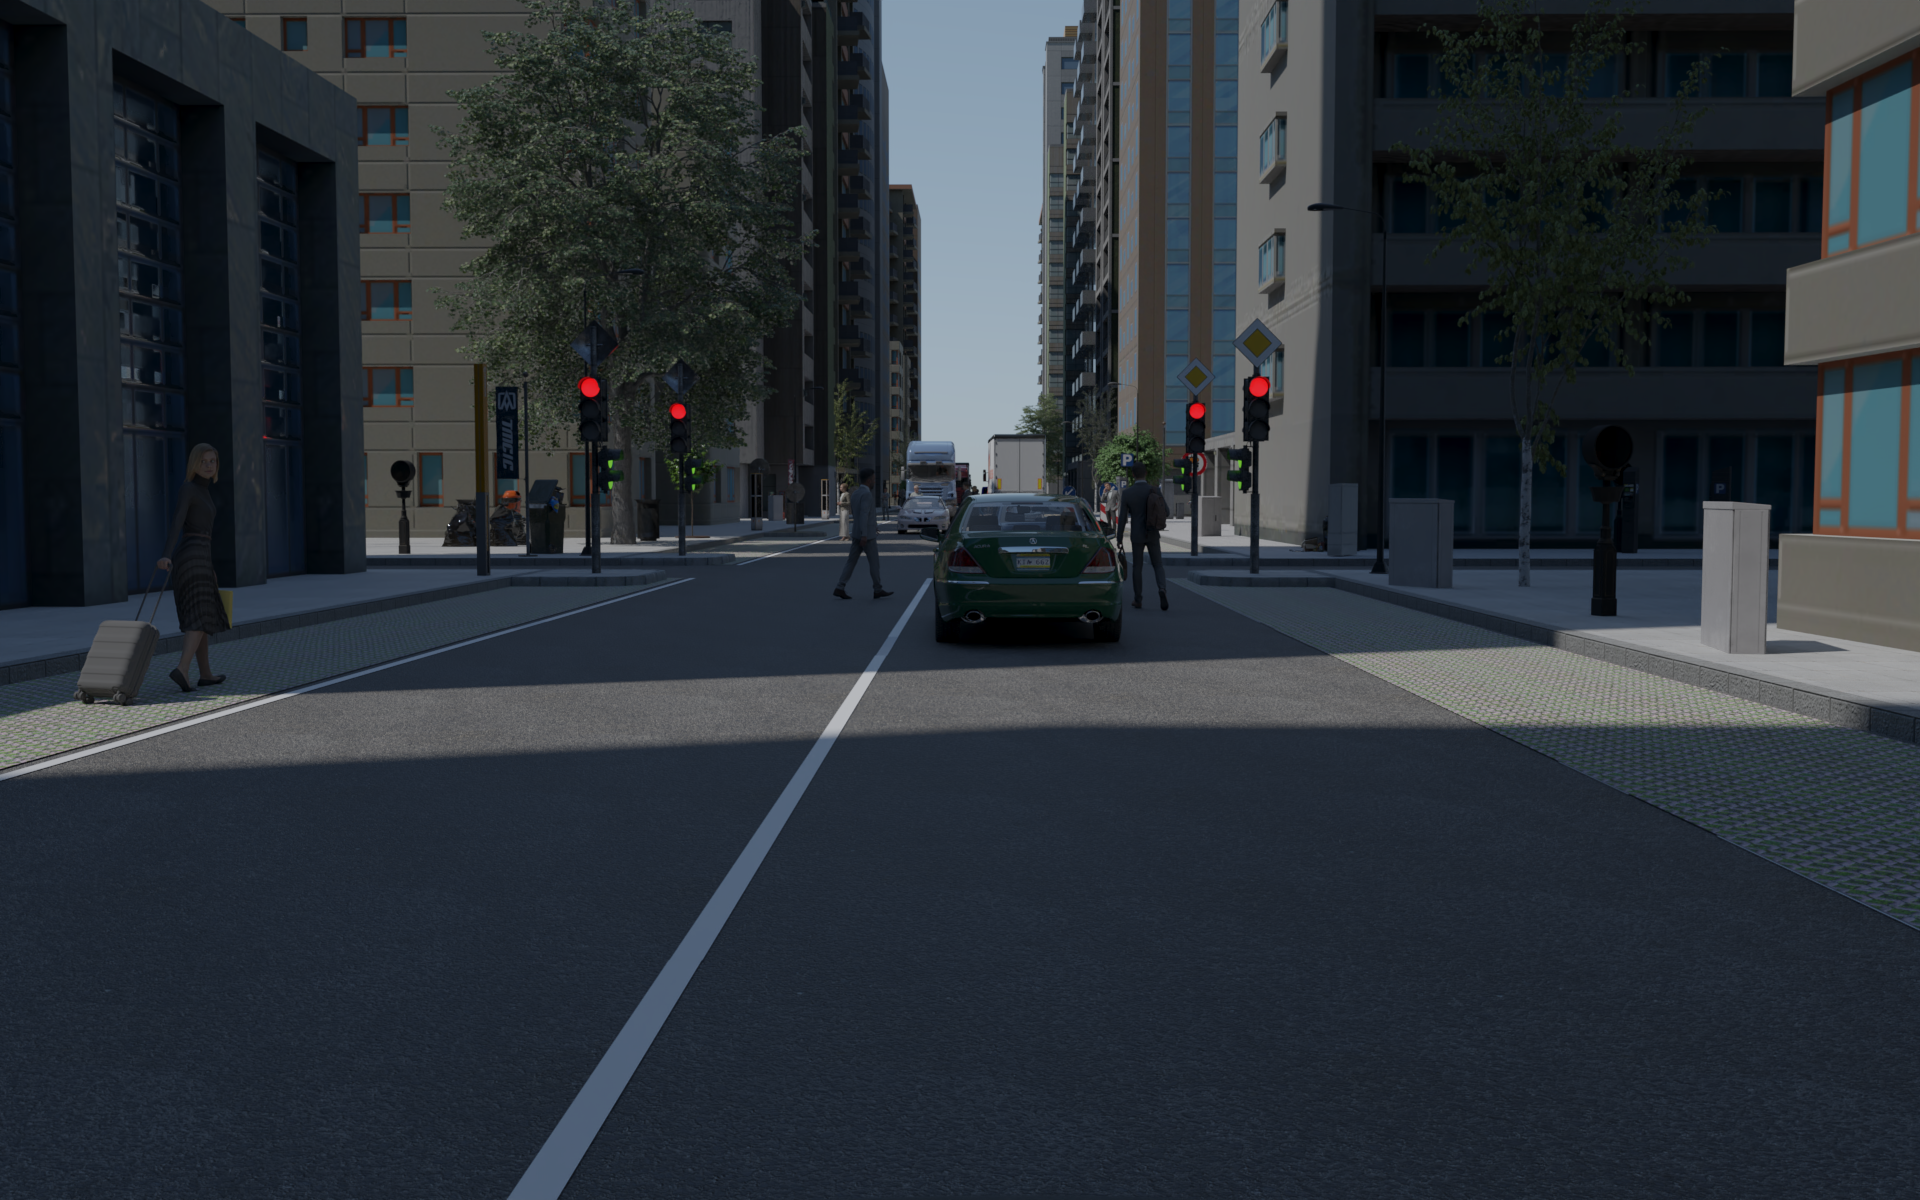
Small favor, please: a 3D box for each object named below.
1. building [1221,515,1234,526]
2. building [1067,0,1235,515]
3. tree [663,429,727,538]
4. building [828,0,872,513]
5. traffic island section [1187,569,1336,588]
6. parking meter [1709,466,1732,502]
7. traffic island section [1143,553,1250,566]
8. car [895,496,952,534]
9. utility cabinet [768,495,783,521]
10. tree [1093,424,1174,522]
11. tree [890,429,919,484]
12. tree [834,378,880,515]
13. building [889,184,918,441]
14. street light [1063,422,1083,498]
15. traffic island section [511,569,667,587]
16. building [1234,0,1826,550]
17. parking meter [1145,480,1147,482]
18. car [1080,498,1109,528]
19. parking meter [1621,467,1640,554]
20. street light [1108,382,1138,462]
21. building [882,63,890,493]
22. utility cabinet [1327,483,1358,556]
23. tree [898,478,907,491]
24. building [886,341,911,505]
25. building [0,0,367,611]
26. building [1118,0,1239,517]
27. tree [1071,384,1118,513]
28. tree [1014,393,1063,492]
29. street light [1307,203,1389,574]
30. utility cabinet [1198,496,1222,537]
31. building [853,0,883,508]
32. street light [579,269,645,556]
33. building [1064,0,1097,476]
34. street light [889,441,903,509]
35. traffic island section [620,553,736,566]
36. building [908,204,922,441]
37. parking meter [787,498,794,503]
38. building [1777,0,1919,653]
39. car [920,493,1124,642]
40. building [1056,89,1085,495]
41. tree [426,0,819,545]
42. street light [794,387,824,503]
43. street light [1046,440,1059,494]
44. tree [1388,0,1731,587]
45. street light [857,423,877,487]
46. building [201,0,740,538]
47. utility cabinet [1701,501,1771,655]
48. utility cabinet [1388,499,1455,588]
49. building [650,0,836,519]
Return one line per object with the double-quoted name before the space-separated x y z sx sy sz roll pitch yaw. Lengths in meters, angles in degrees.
"building" 21.009 -38.408 66.222 20.563 71.187 20.611 0 4 1
"building" 18.846 -42.245 128.963 20.563 71.187 20.611 0 4 1
"tree" -7.918 -3.420 50.513 1.663 3.219 1.824 0 3 0
"building" -17.903 -28.778 125.151 22.147 44.769 28.867 0 4 1
"traffic island section" 4.772 -0.346 27.945 2.009 0.180 2.903 0 4 1
"parking meter" 16.081 -1.893 36.658 0.399 1.863 0.255 2 4 32
"traffic island section" 4.883 -0.835 35.930 2.009 0.180 2.903 0 4 1
"car" -1.314 -3.121 63.395 2.083 1.381 4.827 0 3 0
"utility cabinet" -8.863 -4.405 83.182 0.306 1.237 1.020 1 4 22
"tree" 7.954 -5.818 78.835 4.285 4.588 4.351 0 3 0
"tree" -6.103 -14.571 188.605 4.360 8.622 3.978 0 3 0
"tree" -7.420 -9.664 108.361 4.737 8.622 4.395 0 3 0
"building" -17.167 -35.713 238.539 22.147 44.769 28.867 0 4 1
"street light" 7.306 -8.465 110.936 1.470 5.913 1.316 0 4 1
"traffic island section" -5.918 -0.356 28.098 2.009 0.180 2.903 0 4 1
"building" 19.059 -25.981 48.487 21.600 48.544 21.300 0 4 1
"parking meter" 7.793 -4.185 74.130 0.399 1.863 0.255 2 4 35
"car" 1.163 -0.779 24.741 2.014 1.417 4.499 0 4 0
"parking meter" 14.484 -1.939 37.414 0.255 1.863 0.399 3 4 36
"street light" 6.838 -6.088 72.082 1.470 5.913 1.316 0 4 1
"building" -14.411 -32.098 174.909 14.600 45.320 14.200 0 4 1
"utility cabinet" 7.928 -1.666 35.913 0.318 1.500 1.173 2 4 28
"tree" -6.060 -11.623 184.635 1.663 3.219 1.824 0 3 0
"building" -20.439 -22.350 210.462 27.650 21.520 28.899 0 4 1
"building" -25.471 -42.962 15.095 31.000 86.520 22.319 0 4 1
"building" 16.869 -27.649 102.177 14.600 45.320 14.200 0 4 1
"tree" 9.411 -10.191 116.991 4.360 8.622 3.978 0 3 0
"tree" 9.441 -16.852 193.662 7.486 12.596 7.792 0 3 0
"street light" 6.240 -3.380 27.798 1.470 5.913 1.316 0 4 1
"utility cabinet" 7.539 -2.532 52.564 0.306 1.237 1.020 3 5 44
"building" -18.188 -37.394 153.390 21.231 58.520 28.212 0 4 1
"street light" -7.196 -3.873 35.858 1.470 5.913 1.316 0 4 1
"building" 21.641 -32.751 155.088 23.786 49.044 30.456 0 4 1
"street light" -5.662 -10.990 152.226 1.470 5.913 1.316 0 4 1
"traffic island section" -5.807 -0.844 36.083 2.009 0.180 2.903 0 4 1
"building" -12.949 -37.300 259.959 14.600 45.320 14.200 0 4 1
"parking meter" -8.030 -4.501 82.005 0.372 1.533 0.369 0 3 0
"building" 21.424 -9.556 1.279 27.650 21.520 28.899 0 4 1
"car" 0.637 -0.391 18.197 2.131 1.459 4.920 0 4 -1
"building" 17.568 -30.246 178.110 14.154 41.232 14.086 0 4 1
"tree" -8.473 -8.385 43.751 9.857 13.997 8.962 0 3 0
"street light" -6.605 -6.277 75.165 1.470 5.913 1.316 0 4 1
"street light" 7.862 -10.745 148.221 1.470 5.913 1.316 0 4 1
"tree" 8.069 -4.489 23.758 4.737 8.622 4.395 0 3 0
"street light" -6.145 -8.614 113.372 1.470 5.913 1.316 0 4 1
"building" -24.103 -13.424 64.524 27.650 21.520 28.899 0 4 1
"utility cabinet" 6.411 -0.194 14.327 0.306 1.237 1.020 1 4 11
"utility cabinet" 6.390 -0.786 24.005 0.306 1.237 1.020 -2 4 -26
"building" -14.459 -19.759 94.762 14.160 30.474 14.107 0 4 1
